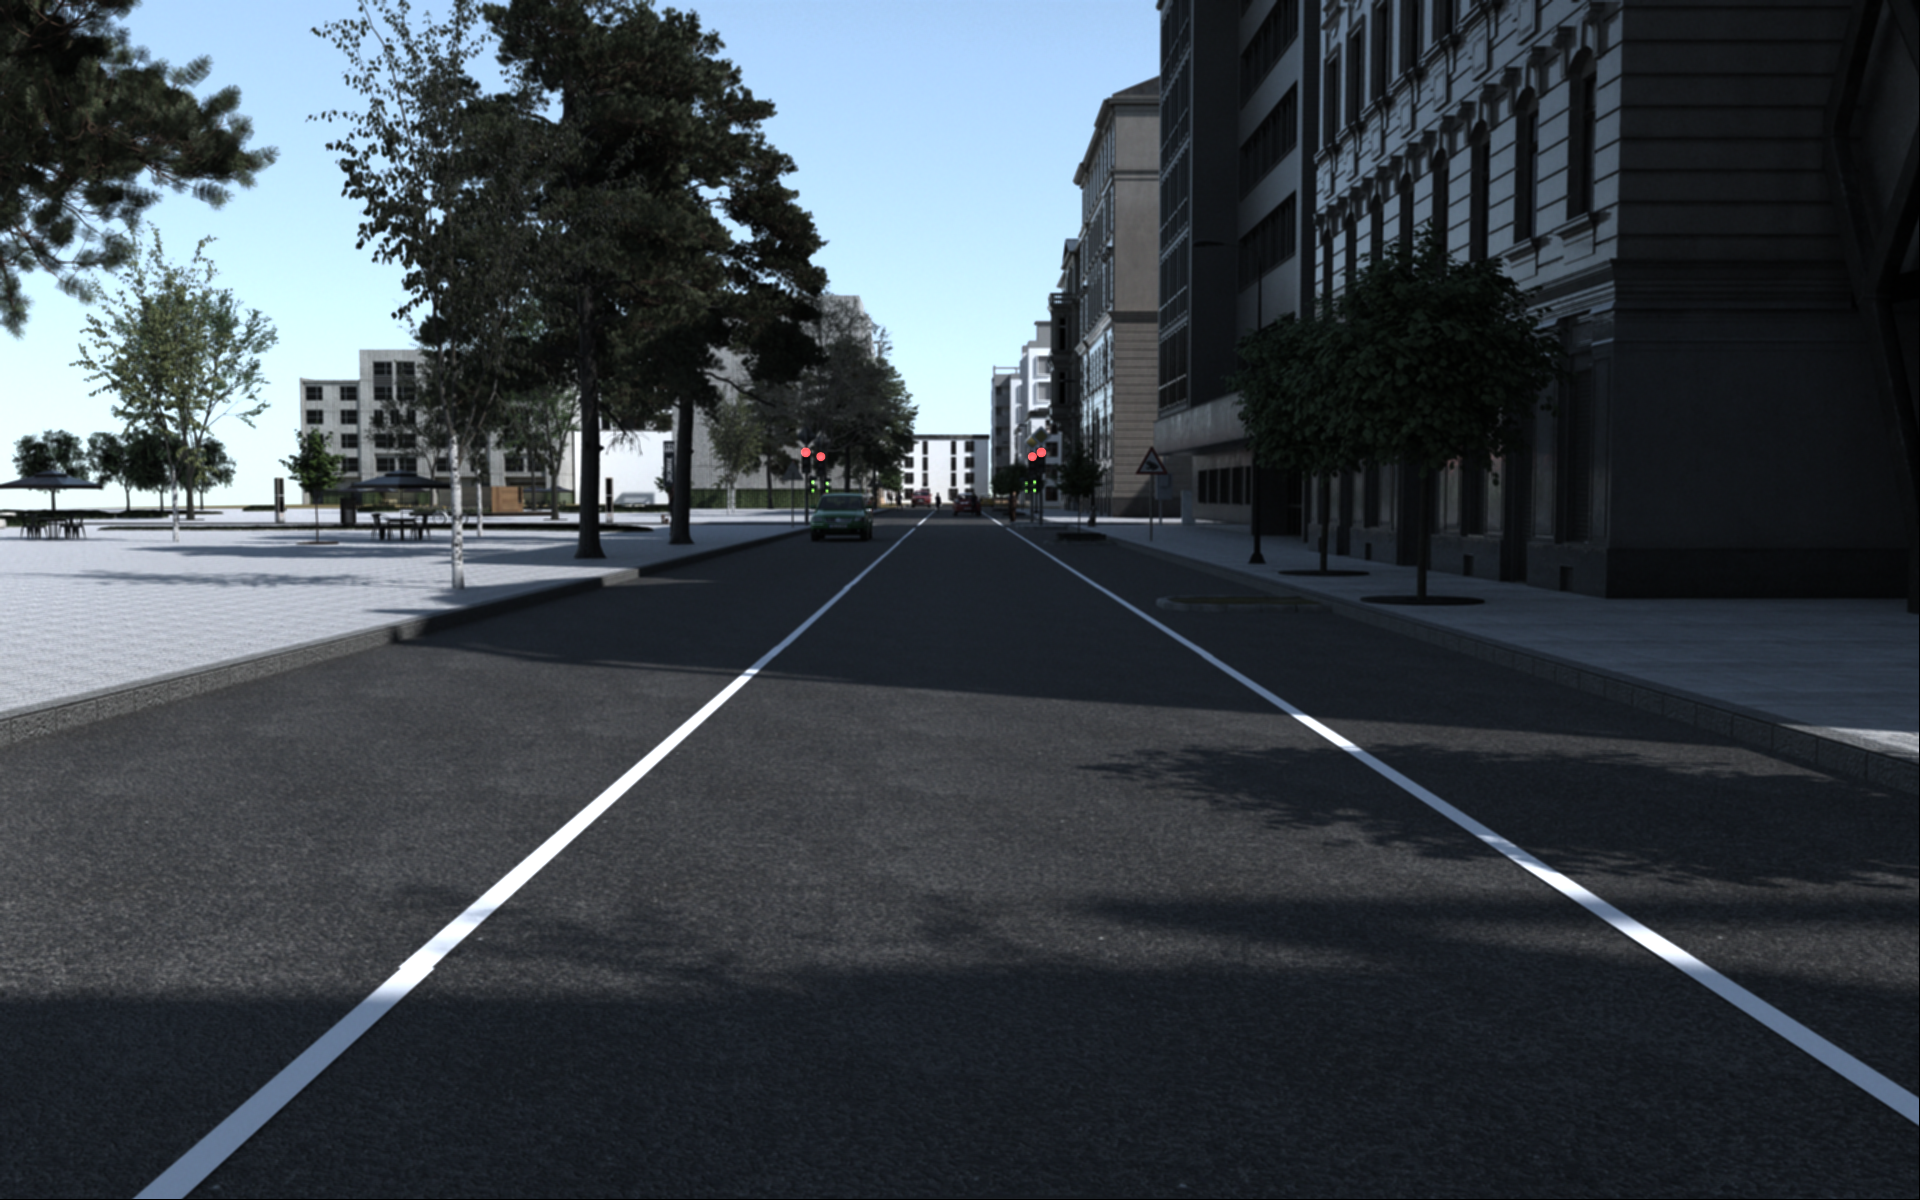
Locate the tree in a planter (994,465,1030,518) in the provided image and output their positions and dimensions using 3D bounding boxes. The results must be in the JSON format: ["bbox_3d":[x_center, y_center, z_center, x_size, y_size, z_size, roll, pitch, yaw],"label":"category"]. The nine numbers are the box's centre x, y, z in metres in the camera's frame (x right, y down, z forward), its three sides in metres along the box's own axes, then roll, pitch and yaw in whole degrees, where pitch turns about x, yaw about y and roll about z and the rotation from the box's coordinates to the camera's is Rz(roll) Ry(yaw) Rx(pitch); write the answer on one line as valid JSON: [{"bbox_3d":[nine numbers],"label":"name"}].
[{"bbox_3d":[3.209,-6.541,104.166,1.991,3.239,1.994,0,4,0],"label":"tree in a planter"}]

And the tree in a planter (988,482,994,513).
[{"bbox_3d":[3.109,-8.191,131.142,1.991,3.239,1.994,0,4,0],"label":"tree in a planter"}]

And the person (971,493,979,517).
[{"bbox_3d":[0.937,-6.082,110.475,0.613,1.512,0.480,1,4,22],"label":"person"}]

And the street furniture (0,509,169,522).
[{"bbox_3d":[-47.173,-4.584,90.569,10.072,0.657,5.734,0,4,-5],"label":"street furniture"}]

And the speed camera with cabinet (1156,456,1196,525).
[{"bbox_3d":[9.110,-4.715,71.429,2.038,3.252,0.660,0,4,3],"label":"speed camera with cabinet"}]

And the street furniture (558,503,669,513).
[{"bbox_3d":[-23.980,-6.379,119.916,5.734,0.657,10.072,3,5,40],"label":"street furniture"}]

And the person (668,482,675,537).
[{"bbox_3d":[-8.434,-2.678,51.297,0.415,1.643,0.593,-1,4,-21],"label":"person"}]

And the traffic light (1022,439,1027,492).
[{"bbox_3d":[3.266,-5.487,78.949,0.839,4.213,0.868,0,4,0],"label":"traffic light"}]

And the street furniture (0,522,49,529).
[{"bbox_3d":[-38.130,-3.047,65.448,5.734,0.657,10.072,-1,4,-15],"label":"street furniture"}]

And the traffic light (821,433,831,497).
[{"bbox_3d":[-6.295,-5.483,78.897,0.839,4.213,0.868,0,4,0],"label":"traffic light"}]

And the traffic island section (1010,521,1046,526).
[{"bbox_3d":[3.306,-3.473,79.062,2.009,0.180,2.903,0,4,0],"label":"traffic island section"}]

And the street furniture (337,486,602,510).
[{"bbox_3d":[-37.522,-8.711,147.455,27.439,1.986,14.083,0,4,0],"label":"street furniture"}]

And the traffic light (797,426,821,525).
[{"bbox_3d":[-6.264,-4.995,70.912,0.839,4.213,0.868,0,4,0],"label":"traffic light"}]

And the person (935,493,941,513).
[{"bbox_3d":[-1.595,-7.241,129.263,0.453,1.535,0.546,-2,4,-35],"label":"person"}]

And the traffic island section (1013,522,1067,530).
[{"bbox_3d":[3.337,-2.984,71.077,2.009,0.180,2.903,0,4,0],"label":"traffic island section"}]

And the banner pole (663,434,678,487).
[{"bbox_3d":[-11.887,-5.002,71.806,0.863,3.779,0.401,0,4,1],"label":"banner pole"}]

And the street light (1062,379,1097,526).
[{"bbox_3d":[4.831,-5.972,70.190,1.470,5.913,1.316,0,4,0],"label":"street light"}]

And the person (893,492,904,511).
[{"bbox_3d":[-5.108,-8.256,145.441,0.963,1.587,0.435,1,4,11],"label":"person"}]

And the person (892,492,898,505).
[{"bbox_3d":[-7.335,-11.795,198.890,0.705,1.824,1.348,3,4,39],"label":"person"}]

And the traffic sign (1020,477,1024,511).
[{"bbox_3d":[4.794,-8.116,132.807,0.768,2.556,0.104,0,4,1],"label":"traffic sign"}]

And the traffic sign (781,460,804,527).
[{"bbox_3d":[-6.431,-4.067,66.506,0.884,2.594,0.081,0,4,2],"label":"traffic sign"}]

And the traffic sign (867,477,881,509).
[{"bbox_3d":[-6.834,-8.282,135.410,0.884,2.594,0.081,0,4,0],"label":"traffic sign"}]

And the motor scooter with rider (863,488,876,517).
[{"bbox_3d":[-4.582,-4.666,85.259,0.876,1.779,1.986,0,4,-2],"label":"motor scooter with rider"}]

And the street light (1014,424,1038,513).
[{"bbox_3d":[4.545,-8.734,115.348,1.470,5.913,1.316,0,4,0],"label":"street light"}]

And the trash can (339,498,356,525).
[{"bbox_3d":[-25.317,-3.670,71.666,0.748,1.137,0.748,0,3,0],"label":"trash can"}]

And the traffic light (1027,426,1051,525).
[{"bbox_3d":[3.297,-4.998,70.964,0.839,4.213,0.868,0,4,0],"label":"traffic light"}]

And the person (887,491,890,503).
[{"bbox_3d":[-8.848,-12.764,216.200,0.593,1.643,0.415,0,4,-4],"label":"person"}]

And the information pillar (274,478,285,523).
[{"bbox_3d":[-30.620,-4.492,77.937,0.304,2.012,0.304,2,4,35],"label":"information pillar"}]

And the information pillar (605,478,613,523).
[{"bbox_3d":[-15.825,-4.506,78.166,0.304,2.012,0.304,0,4,-7],"label":"information pillar"}]

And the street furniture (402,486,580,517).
[{"bbox_3d":[-29.328,-5.896,103.249,9.812,1.723,11.010,3,4,38],"label":"street furniture"}]

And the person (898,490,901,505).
[{"bbox_3d":[-7.223,-12.160,204.887,0.705,1.821,1.348,-1,4,-10],"label":"person"}]

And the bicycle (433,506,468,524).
[{"bbox_3d":[-21.162,-3.583,71.808,1.543,0.972,0.635,0,4,4],"label":"bicycle"}]

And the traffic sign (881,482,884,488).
[{"bbox_3d":[-6.980,-9.172,149.962,0.884,2.594,0.081,0,4,5],"label":"traffic sign"}]

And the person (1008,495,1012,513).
[{"bbox_3d":[3.448,-6.521,117.189,0.319,1.574,0.516,3,4,36],"label":"person"}]

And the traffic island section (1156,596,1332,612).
[{"bbox_3d":[3.526,0.054,21.984,1.991,0.108,1.994,0,4,0],"label":"traffic island section"}]

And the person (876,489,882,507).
[{"bbox_3d":[-8.015,-9.882,167.616,0.705,1.824,1.348,-2,4,-34],"label":"person"}]

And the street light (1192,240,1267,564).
[{"bbox_3d":[4.943,-3.625,31.802,1.470,5.913,1.316,0,4,0],"label":"street light"}]

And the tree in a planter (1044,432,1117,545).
[{"bbox_3d":[3.412,-3.196,49.479,1.991,3.239,1.994,0,4,0],"label":"tree in a planter"}]

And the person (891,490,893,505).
[{"bbox_3d":[-8.301,-12.382,209.274,0.721,1.735,1.217,1,4,9],"label":"person"}]

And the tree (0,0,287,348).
[{"bbox_3d":[-6.940,-5.336,9.292,6.751,12.117,7.091,0,3,0],"label":"tree"}]

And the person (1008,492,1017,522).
[{"bbox_3d":[2.677,-4.716,87.879,0.388,1.546,0.482,-2,4,-29],"label":"person"}]

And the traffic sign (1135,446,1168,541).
[{"bbox_3d":[5.200,-2.880,47.098,0.884,2.594,0.081,0,4,1],"label":"traffic sign"}]
